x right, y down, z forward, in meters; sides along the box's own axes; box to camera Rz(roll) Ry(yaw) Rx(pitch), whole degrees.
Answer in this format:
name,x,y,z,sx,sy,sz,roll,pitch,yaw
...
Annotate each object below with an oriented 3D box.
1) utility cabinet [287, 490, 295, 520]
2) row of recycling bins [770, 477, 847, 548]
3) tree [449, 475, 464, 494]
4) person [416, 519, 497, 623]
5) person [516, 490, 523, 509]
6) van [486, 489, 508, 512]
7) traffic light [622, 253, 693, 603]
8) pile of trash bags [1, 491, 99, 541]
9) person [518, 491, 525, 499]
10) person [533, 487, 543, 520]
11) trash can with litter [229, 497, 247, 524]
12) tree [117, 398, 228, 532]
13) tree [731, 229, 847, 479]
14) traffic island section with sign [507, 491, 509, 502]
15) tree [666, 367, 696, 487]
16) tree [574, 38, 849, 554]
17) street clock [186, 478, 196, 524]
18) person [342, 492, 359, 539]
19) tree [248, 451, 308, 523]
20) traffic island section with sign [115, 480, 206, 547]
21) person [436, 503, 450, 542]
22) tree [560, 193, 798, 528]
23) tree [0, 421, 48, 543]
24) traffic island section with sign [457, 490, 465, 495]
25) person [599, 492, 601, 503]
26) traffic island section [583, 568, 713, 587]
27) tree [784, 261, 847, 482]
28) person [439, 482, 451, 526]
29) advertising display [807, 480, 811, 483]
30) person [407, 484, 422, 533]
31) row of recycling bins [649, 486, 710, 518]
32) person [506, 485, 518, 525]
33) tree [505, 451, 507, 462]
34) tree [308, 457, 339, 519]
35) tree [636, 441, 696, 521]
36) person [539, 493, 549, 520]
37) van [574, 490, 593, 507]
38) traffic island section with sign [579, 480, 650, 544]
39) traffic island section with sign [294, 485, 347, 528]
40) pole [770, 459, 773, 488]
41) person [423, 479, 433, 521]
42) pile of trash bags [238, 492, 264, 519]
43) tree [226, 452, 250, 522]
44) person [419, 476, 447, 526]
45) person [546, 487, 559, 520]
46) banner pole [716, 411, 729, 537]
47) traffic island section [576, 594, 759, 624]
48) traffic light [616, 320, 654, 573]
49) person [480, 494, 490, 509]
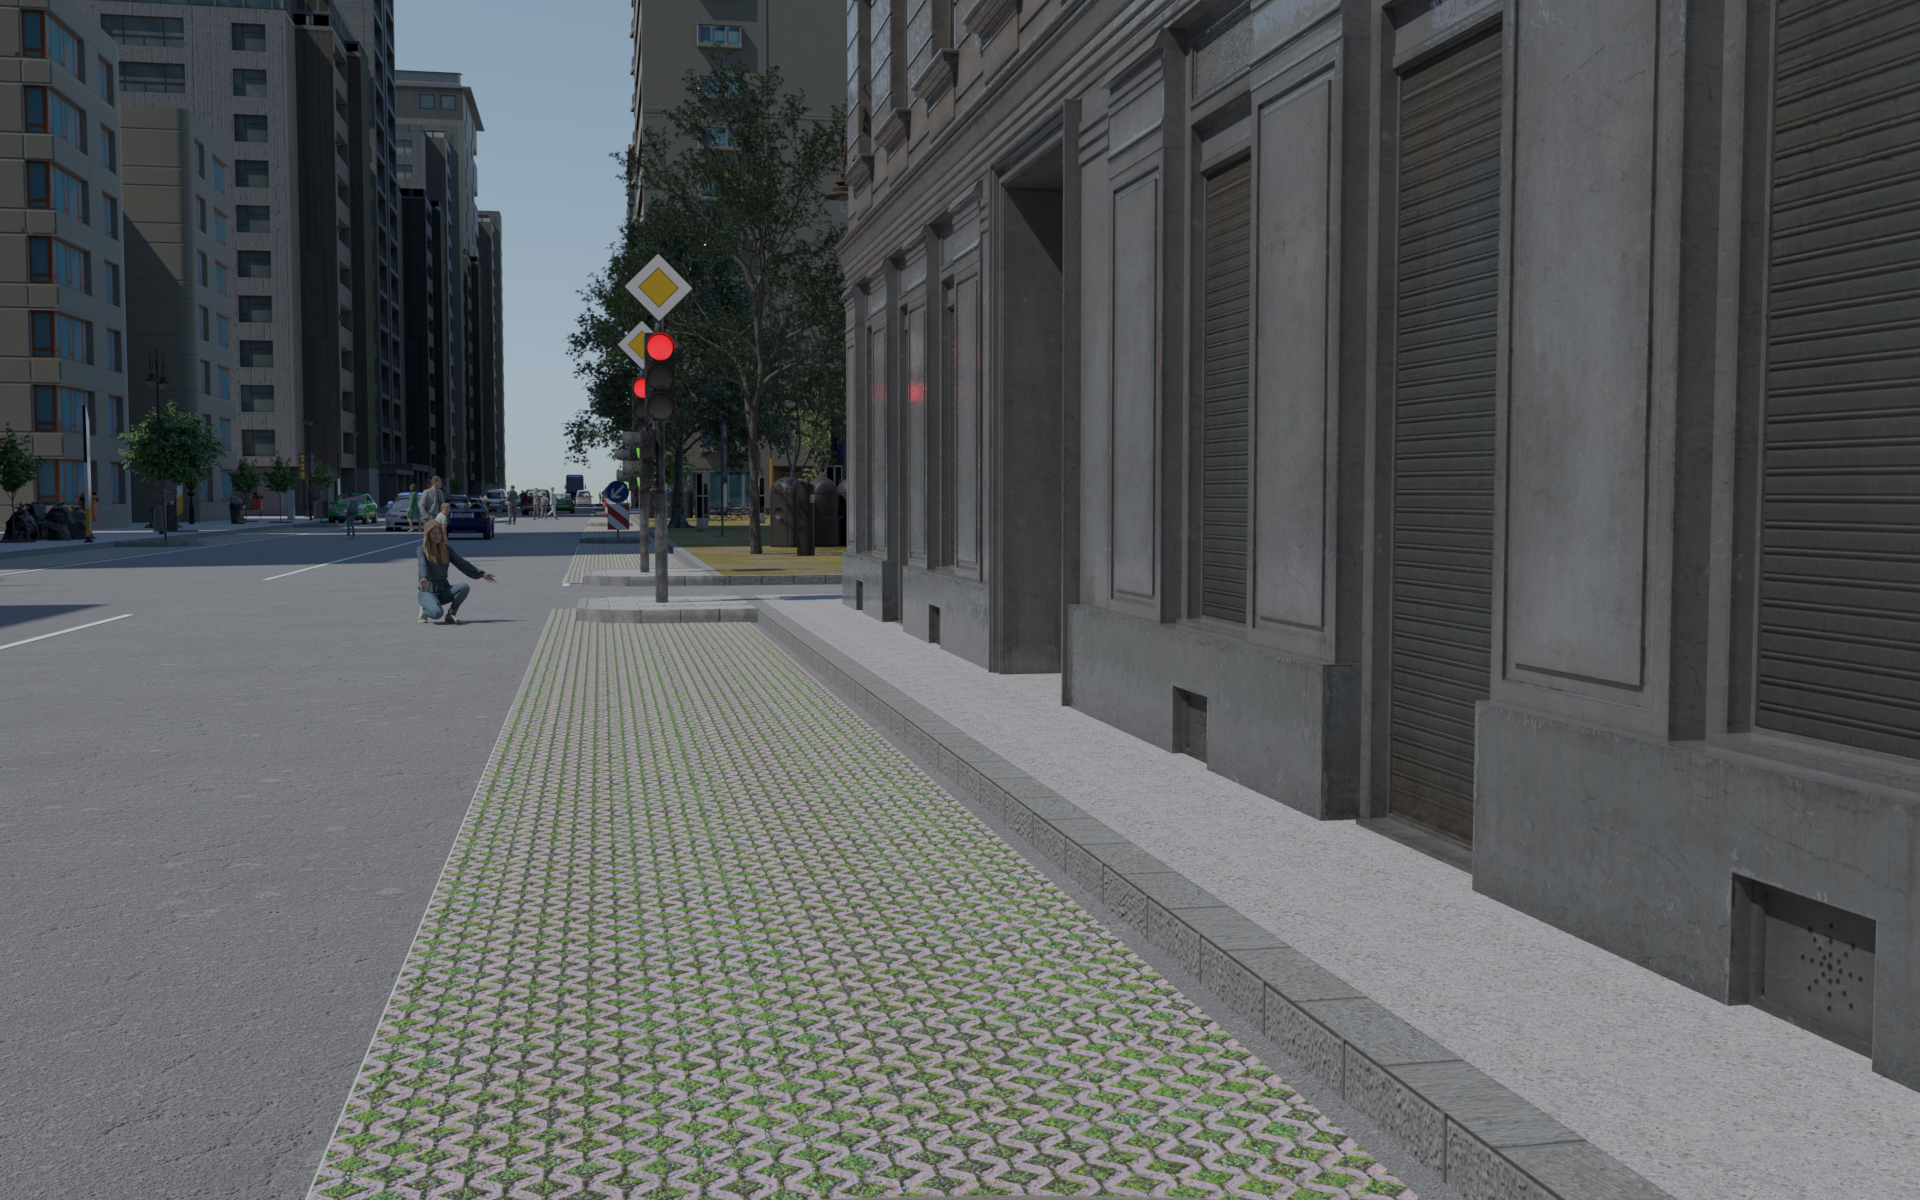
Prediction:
name,x,y,z,sx,sy,sz,roll,pitch,yaw
utility cabinet,-33.378,-4.756,86.437,0.318,1.500,1.173,-1,4,-17
row of recycling bins,-3.006,-2.166,42.524,3.534,1.692,1.069,-3,4,-36
tree,-50.702,-11.004,174.509,1.663,3.219,1.824,0,3,0
person,-5.645,-0.317,19.176,1.012,1.151,0.738,-3,5,-41
person,-41.998,-9.639,166.174,1.350,1.814,0.705,-2,4,-25
van,-36.716,-7.944,136.891,2.013,2.044,4.112,-1,4,-11
traffic light,-3.545,-1.923,20.368,0.839,4.253,0.868,-1,4,-12
pile of trash bags,-25.392,-2.399,48.973,1.912,1.369,3.447,0,4,1
person,-40.924,-9.387,162.705,1.217,1.736,0.721,0,4,-1
person,-23.450,-5.348,96.121,0.526,1.800,0.537,-1,4,-16
trash can with litter,-30.933,-3.851,74.348,0.624,1.170,1.055,-3,5,-44
tree,-26.782,-4.613,59.138,4.285,4.588,4.351,0,3,0
tree,-4.589,-5.970,47.977,4.360,8.622,3.978,0,3,0
traffic island section with sign,-59.964,-13.580,230.655,1.989,1.847,2.006,-1,4,-12
tree,-15.863,-8.752,93.465,4.360,8.622,3.978,0,3,0
tree,-4.641,-6.250,36.594,7.601,10.594,8.767,-3,5,-40
street clock,-32.643,-4.218,73.537,0.471,2.002,0.358,-3,5,-39
person,-19.621,-2.730,55.738,0.523,1.515,0.503,-1,4,-16
tree,-30.451,-5.062,77.371,1.663,3.219,1.824,0,3,0
traffic island section with sign,-21.903,-2.382,47.573,1.989,1.847,2.006,-1,4,-12
person,-10.338,-1.310,34.604,0.352,1.250,0.332,0,4,1
tree,-10.586,-9.083,65.510,9.611,12.733,9.660,0,3,0
tree,-25.253,-3.135,45.858,1.663,3.219,1.824,0,3,0
traffic island section with sign,-43.222,-8.656,150.148,1.989,1.847,2.006,-1,4,-12
person,-49.634,-14.071,239.236,0.721,1.739,1.217,-2,4,-35
traffic island section,-5.129,-0.369,28.309,2.009,0.180,2.903,-1,4,-12
tree,-3.316,-6.292,53.242,4.737,8.622,4.395,0,3,0
person,-14.415,-2.401,47.996,0.600,1.795,0.529,-1,4,-16
advertising display,-6.477,-4.510,78.954,0.974,1.923,0.123,-1,4,-19
person,-20.302,-3.406,64.441,0.529,1.795,0.600,0,4,-2
row of recycling bins,-15.035,-5.182,91.842,3.534,1.692,1.069,0,4,-1
person,-21.143,-4.476,81.482,0.447,1.846,0.655,2,4,30
tree,-68.342,-18.568,253.952,4.360,8.622,3.978,0,3,0
tree,-33.712,-5.892,90.932,1.663,3.219,1.824,0,3,0
tree,-14.261,-6.016,82.076,4.285,4.588,4.351,0,3,0
person,-22.673,-5.088,94.282,0.523,1.515,0.503,2,4,24
van,-40.949,-11.096,188.425,2.013,2.044,4.112,-1,4,-13
traffic island section with sign,-10.120,-2.571,50.664,1.989,1.847,2.006,-1,4,-12
traffic island section with sign,-27.529,-4.035,74.598,1.989,1.847,2.006,-1,4,-12
pole,-10.928,-6.524,100.502,0.158,3.312,0.155,0,3,0
person,-12.443,-1.973,41.039,0.573,1.790,0.520,-2,4,-30
pile of trash bags,-37.853,-4.928,90.319,3.447,1.369,1.912,1,4,14
tree,-33.130,-5.226,80.044,1.663,3.219,1.824,0,3,0
person,-11.094,-1.709,36.541,0.391,1.810,0.635,1,4,17
person,-22.931,-5.438,97.296,0.818,1.842,0.514,-2,4,-29
banner pole,-7.107,-3.800,52.149,0.401,3.779,0.863,-1,4,-22
traffic island section,-3.504,0.110,20.491,2.009,0.180,2.903,-1,4,-12
traffic light,-5.170,-2.402,28.187,0.839,4.253,0.868,-1,4,-12
person,-28.517,-5.638,103.874,0.628,1.438,0.799,0,4,0
